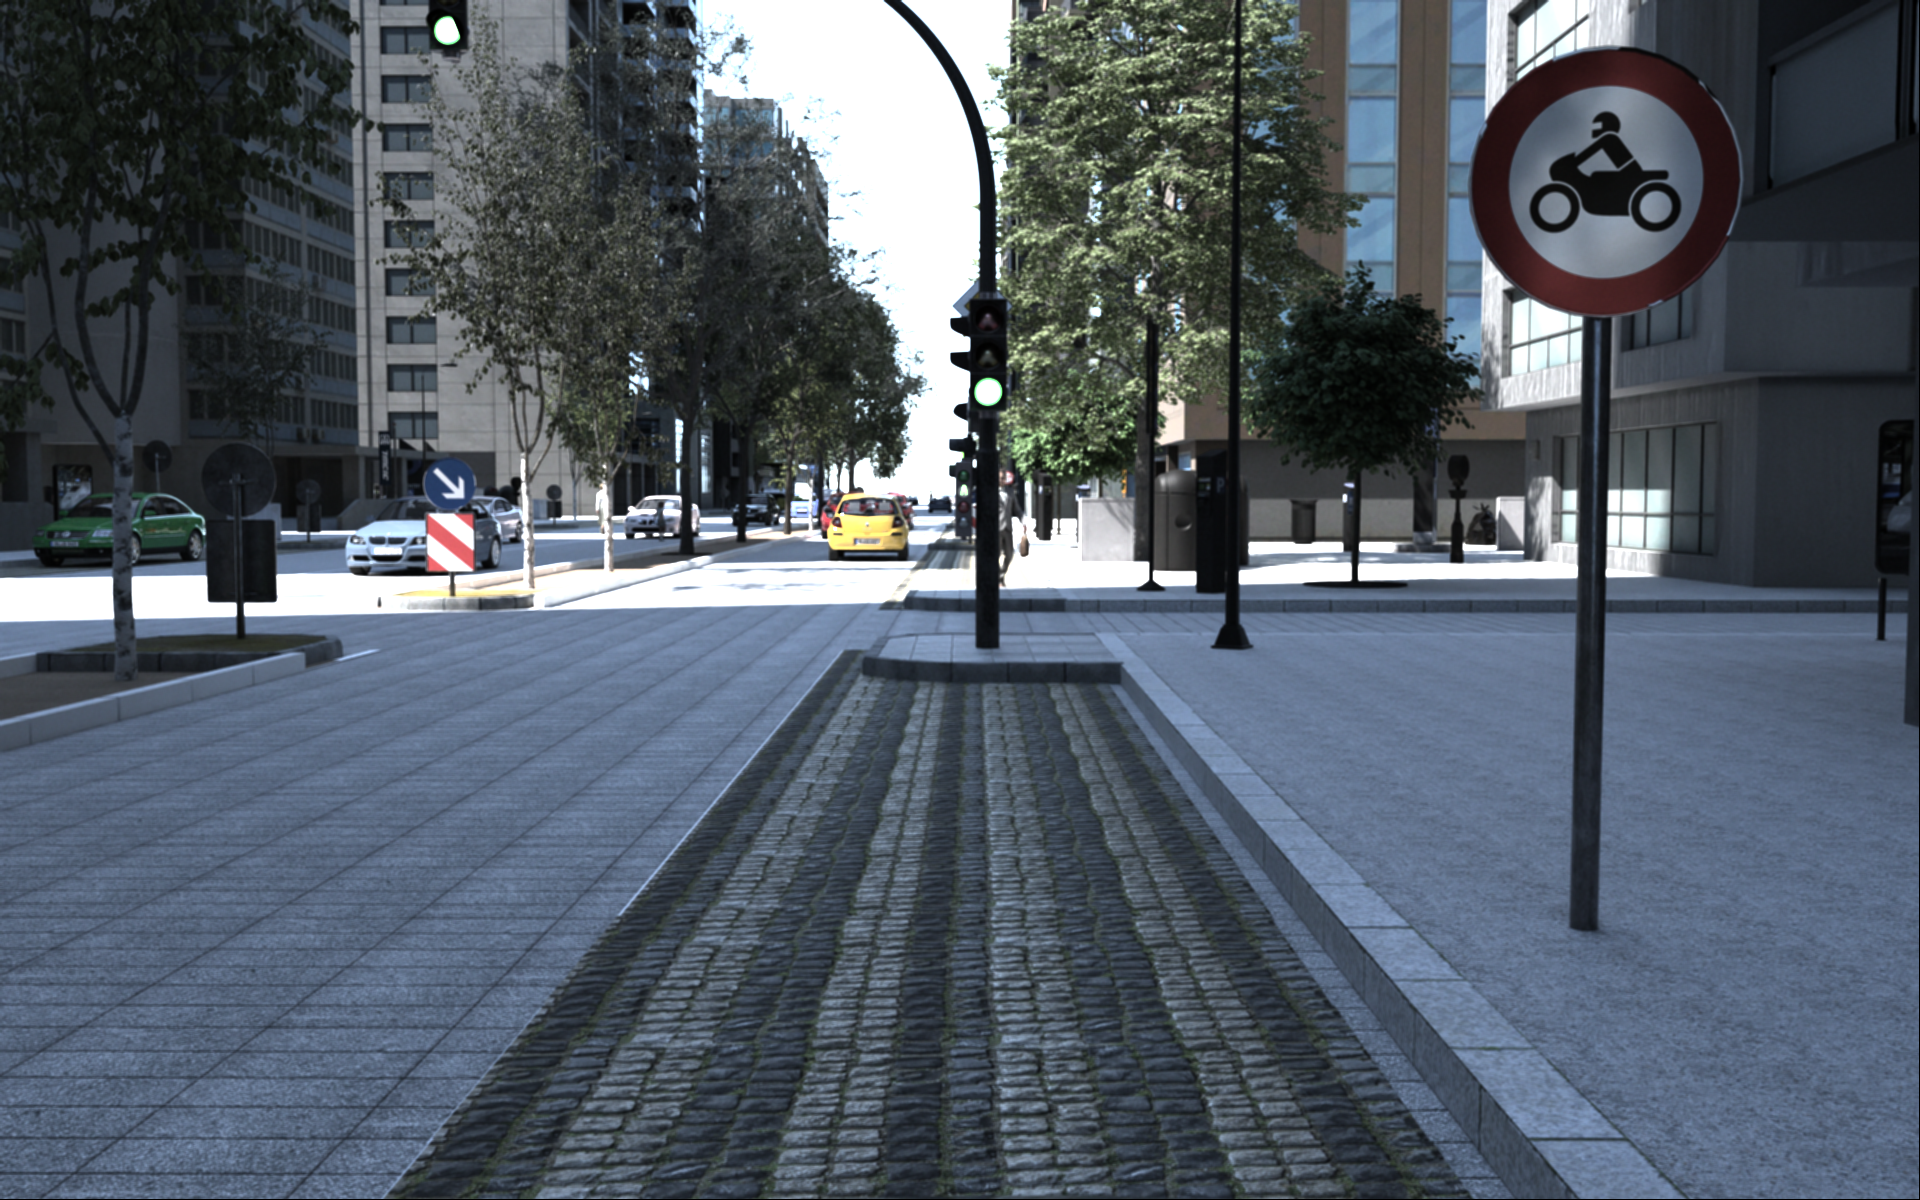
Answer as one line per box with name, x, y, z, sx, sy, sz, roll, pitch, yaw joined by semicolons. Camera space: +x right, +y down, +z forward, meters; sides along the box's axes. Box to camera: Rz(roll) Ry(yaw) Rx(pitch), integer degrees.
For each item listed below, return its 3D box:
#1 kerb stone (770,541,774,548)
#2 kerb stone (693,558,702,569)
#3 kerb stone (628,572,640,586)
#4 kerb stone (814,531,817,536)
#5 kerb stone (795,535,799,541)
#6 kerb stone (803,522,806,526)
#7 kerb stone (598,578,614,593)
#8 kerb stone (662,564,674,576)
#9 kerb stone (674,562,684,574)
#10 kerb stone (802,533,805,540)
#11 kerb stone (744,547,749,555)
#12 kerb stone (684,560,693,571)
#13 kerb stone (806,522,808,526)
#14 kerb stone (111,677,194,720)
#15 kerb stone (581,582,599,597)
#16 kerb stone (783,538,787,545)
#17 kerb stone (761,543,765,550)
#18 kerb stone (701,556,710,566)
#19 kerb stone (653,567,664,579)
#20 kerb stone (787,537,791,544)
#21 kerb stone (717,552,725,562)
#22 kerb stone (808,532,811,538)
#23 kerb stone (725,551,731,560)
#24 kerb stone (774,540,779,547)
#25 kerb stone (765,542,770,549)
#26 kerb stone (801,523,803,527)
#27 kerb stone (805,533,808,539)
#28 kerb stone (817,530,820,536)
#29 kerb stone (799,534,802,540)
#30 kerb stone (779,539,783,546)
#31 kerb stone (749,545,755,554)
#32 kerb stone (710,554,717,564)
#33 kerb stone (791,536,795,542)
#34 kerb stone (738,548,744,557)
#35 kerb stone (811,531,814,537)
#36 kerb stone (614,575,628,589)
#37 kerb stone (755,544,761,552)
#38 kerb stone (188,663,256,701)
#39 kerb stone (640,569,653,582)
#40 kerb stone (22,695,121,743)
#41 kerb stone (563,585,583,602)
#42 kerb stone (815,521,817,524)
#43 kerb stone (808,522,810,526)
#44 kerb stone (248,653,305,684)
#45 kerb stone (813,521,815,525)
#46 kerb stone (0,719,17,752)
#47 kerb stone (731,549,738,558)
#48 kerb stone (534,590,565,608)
kerb stone;-5.094;-1.445;45.824;0.120;0.150;1.000;0;4;0
kerb stone;-5.188;-0.687;33.510;0.120;0.150;1.000;0;4;0
kerb stone;-5.247;-0.315;27.372;0.120;0.150;1.000;0;4;0
kerb stone;-4.985;-2.198;58.136;0.120;0.150;1.000;0;4;0
kerb stone;-5.033;-1.822;51.983;0.120;0.150;1.000;0;4;0
kerb stone;-6.941;-3.263;75.539;0.120;0.150;1.000;0;4;0
kerb stone;-5.258;-0.192;25.328;0.120;0.150;1.000;0;4;0
kerb stone;-5.213;-0.504;30.437;0.120;0.150;1.000;0;4;0
kerb stone;-5.204;-0.567;31.464;0.120;0.150;1.000;0;4;0
kerb stone;-5.009;-1.942;54.034;0.120;0.150;1.000;0;4;0
kerb stone;-5.136;-1.131;40.701;0.120;0.150;1.000;0;4;0
kerb stone;-5.196;-0.629;32.487;0.120;0.150;1.000;0;4;0
kerb stone;-6.931;-3.326;76.572;0.120;0.150;1.000;0;4;0
kerb stone;-5.370;0.656;11.463;0.120;0.150;1.000;0;4;0
kerb stone;-5.274;-0.126;24.300;0.120;0.150;1.000;0;4;0
kerb stone;-5.059;-1.628;48.909;0.120;0.150;1.000;0;4;0
kerb stone;-5.105;-1.320;43.772;0.120;0.150;1.000;0;4;0
kerb stone;-5.177;-0.754;34.540;0.120;0.150;1.000;0;4;0
kerb stone;-5.224;-0.438;29.416;0.120;0.150;1.000;0;4;0
kerb stone;-5.054;-1.696;49.930;0.120;0.150;1.000;0;4;0
kerb stone;-5.160;-0.877;36.590;0.120;0.150;1.000;0;4;0
kerb stone;-5.004;-2.073;56.081;0.120;0.150;1.000;0;4;0
kerb stone;-5.153;-0.941;37.617;0.120;0.150;1.000;0;4;0
kerb stone;-5.076;-1.508;46.850;0.120;0.150;1.000;0;4;0
kerb stone;-5.098;-1.382;44.794;0.120;0.150;1.000;0;4;0
kerb stone;-6.954;-3.200;74.517;0.120;0.150;1.000;0;4;0
kerb stone;-5.011;-2.010;55.056;0.120;0.150;1.000;0;4;0
kerb stone;-4.976;-2.261;59.158;0.120;0.150;1.000;0;4;0
kerb stone;-5.030;-1.882;53.005;0.120;0.150;1.000;0;4;0
kerb stone;-5.071;-1.571;47.876;0.120;0.150;1.000;0;4;0
kerb stone;-5.122;-1.188;41.723;0.120;0.150;1.000;0;4;0
kerb stone;-5.172;-0.817;35.561;0.120;0.150;1.000;0;4;0
kerb stone;-5.049;-1.756;50.954;0.120;0.150;1.000;0;4;0
kerb stone;-5.138;-1.068;39.671;0.120;0.150;1.000;0;4;0
kerb stone;-4.996;-2.135;57.107;0.120;0.150;1.000;0;4;0
kerb stone;-5.253;-0.254;26.350;0.120;0.150;1.000;0;4;0
kerb stone;-5.108;-1.255;42.748;0.120;0.150;1.000;0;4;0
kerb stone;-5.367;0.594;12.488;0.120;0.150;1.000;0;4;0
kerb stone;-5.236;-0.379;28.394;0.120;0.150;1.000;0;4;0
kerb stone;-5.384;0.722;10.440;0.120;0.150;1.000;0;4;0
kerb stone;-5.280;-0.066;23.277;0.120;0.150;1.000;0;4;0
kerb stone;-6.902;-3.577;80.703;0.120;0.150;1.000;0;4;0
kerb stone;-6.921;-3.382;77.613;0.120;0.150;1.000;0;4;0
kerb stone;-5.361;0.531;13.514;0.120;0.150;1.000;0;4;0
kerb stone;-6.900;-3.508;79.681;0.120;0.150;1.000;0;4;0
kerb stone;-5.392;0.786;9.417;0.120;0.150;1.000;0;4;0
kerb stone;-5.143;-1.006;38.647;0.120;0.150;1.000;0;4;0
kerb stone;-5.289;-0.003;22.255;0.120;0.150;1.000;0;4;0
